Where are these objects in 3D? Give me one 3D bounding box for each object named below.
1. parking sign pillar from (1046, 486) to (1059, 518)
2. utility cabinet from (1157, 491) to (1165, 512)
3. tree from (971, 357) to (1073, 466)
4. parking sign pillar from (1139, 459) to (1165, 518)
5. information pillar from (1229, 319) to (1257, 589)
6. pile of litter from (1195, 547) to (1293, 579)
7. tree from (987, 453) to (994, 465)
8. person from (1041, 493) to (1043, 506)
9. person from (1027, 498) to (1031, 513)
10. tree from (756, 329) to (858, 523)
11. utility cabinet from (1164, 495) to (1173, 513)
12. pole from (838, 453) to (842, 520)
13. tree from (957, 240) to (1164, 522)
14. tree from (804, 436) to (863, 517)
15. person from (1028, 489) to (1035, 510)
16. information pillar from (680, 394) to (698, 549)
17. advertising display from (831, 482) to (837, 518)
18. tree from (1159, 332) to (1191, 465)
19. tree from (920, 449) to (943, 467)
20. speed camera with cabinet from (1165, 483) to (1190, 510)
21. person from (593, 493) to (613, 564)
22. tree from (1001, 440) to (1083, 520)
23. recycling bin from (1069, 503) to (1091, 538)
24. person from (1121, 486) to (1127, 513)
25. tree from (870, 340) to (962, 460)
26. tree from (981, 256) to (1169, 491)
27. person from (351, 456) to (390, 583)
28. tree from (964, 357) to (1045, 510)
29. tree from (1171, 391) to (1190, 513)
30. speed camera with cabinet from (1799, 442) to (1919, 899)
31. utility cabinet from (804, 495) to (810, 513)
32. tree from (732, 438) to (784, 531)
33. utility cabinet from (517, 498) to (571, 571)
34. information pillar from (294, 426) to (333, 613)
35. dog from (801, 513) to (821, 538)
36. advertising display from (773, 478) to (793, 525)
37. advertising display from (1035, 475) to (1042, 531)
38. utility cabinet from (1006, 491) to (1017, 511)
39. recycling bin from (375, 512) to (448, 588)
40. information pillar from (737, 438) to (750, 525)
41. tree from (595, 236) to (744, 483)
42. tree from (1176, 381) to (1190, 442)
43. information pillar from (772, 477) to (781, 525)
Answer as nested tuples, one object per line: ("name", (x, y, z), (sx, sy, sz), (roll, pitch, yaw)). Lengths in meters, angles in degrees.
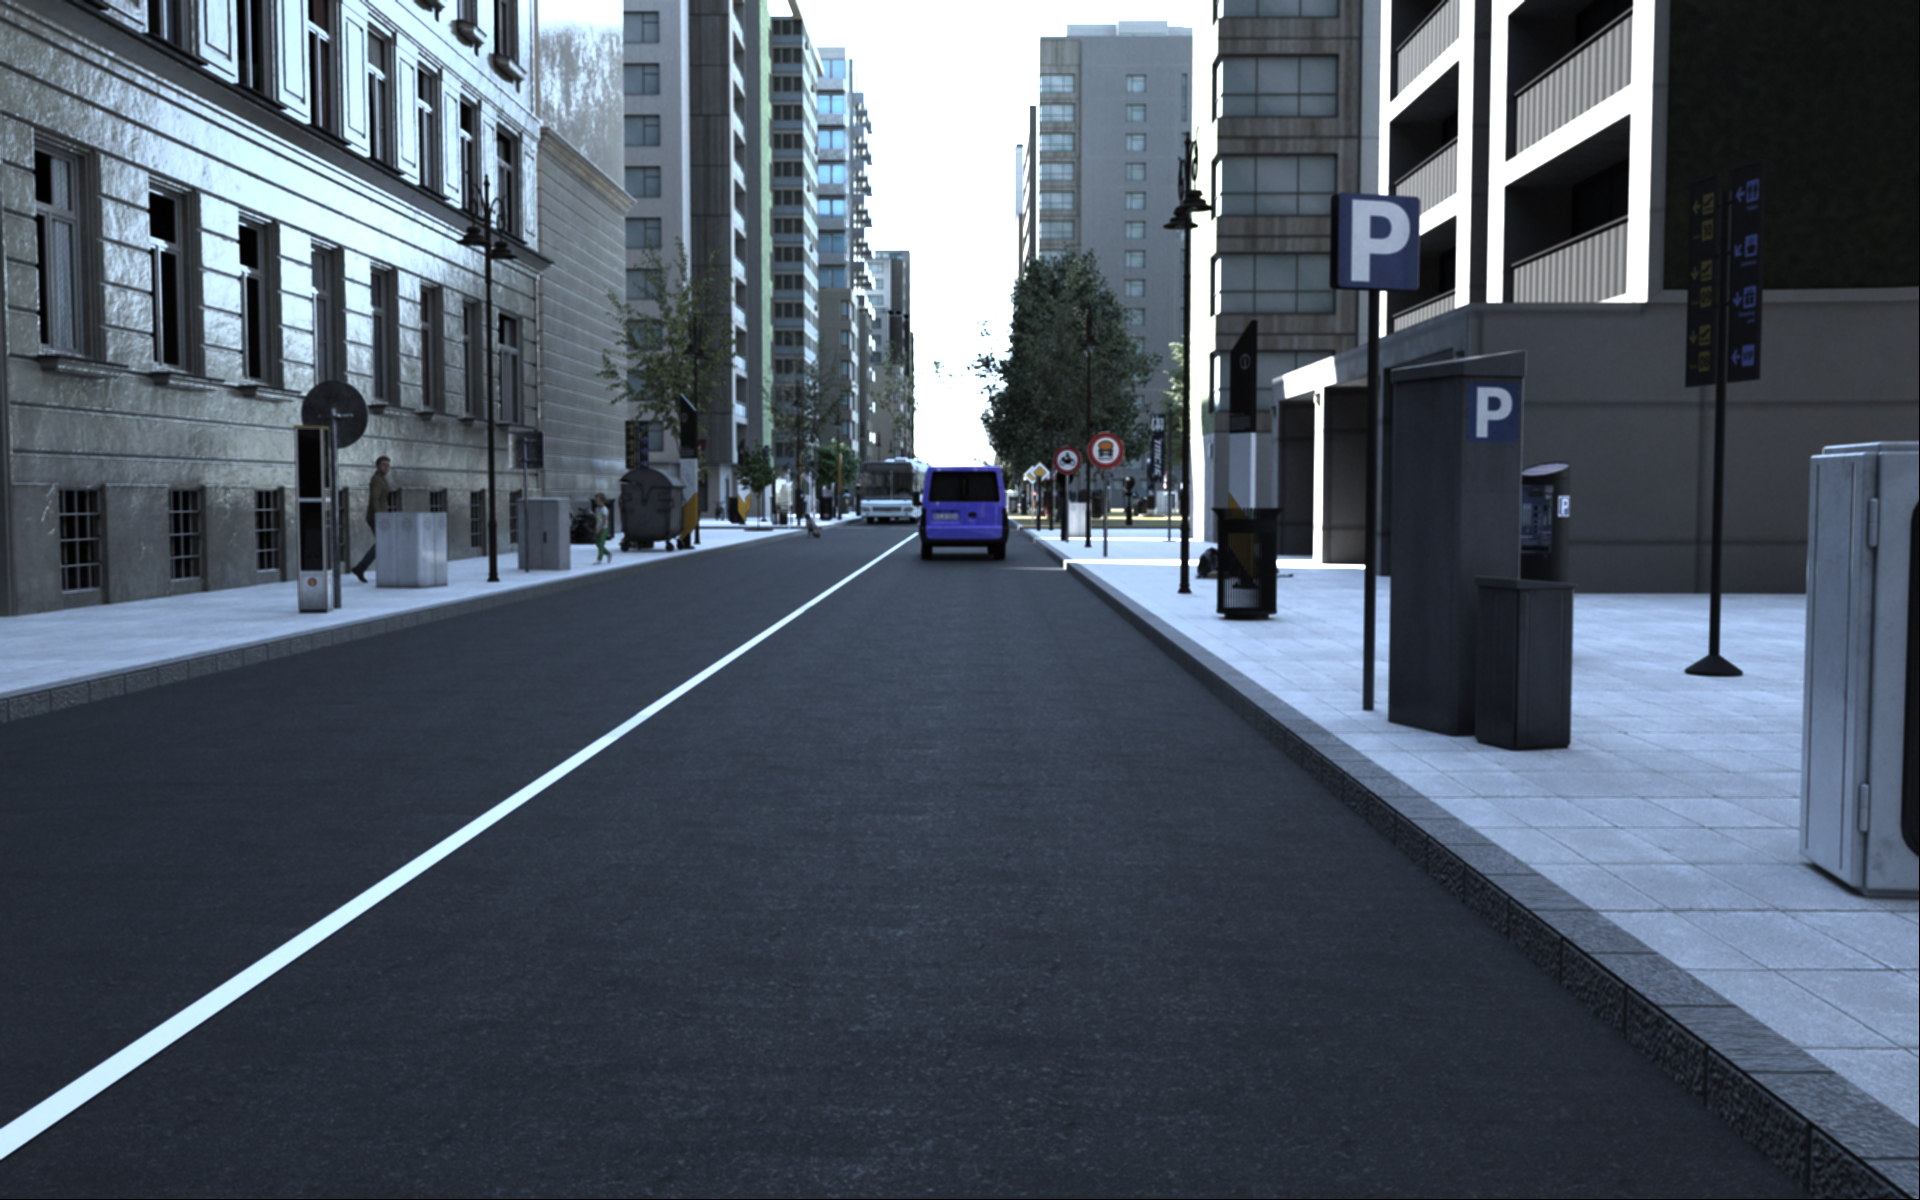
("parking sign pillar", (5.445, -6.497, 94.691), (1.447, 3.967, 1.447), (2, 4, 28))
("utility cabinet", (13.854, -6.925, 121.908), (1.173, 1.500, 0.318), (3, 5, 42))
("tree", (4.694, -10.549, 106.881), (8.767, 10.594, 7.601), (2, 4, 23))
("parking sign pillar", (10.527, -6.512, 94.944), (1.447, 3.967, 1.447), (1, 4, 11))
("information pillar", (3.843, -1.967, 23.507), (0.183, 3.616, 0.504), (-2, 4, -29))
("pile of litter", (4.375, -0.777, 26.666), (1.719, 0.858, 1.176), (-1, 4, -11))
("tree", (5.949, -20.965, 293.139), (4.737, 8.622, 4.395), (0, 3, 0))
("person", (6.236, -7.904, 135.621), (0.601, 1.785, 0.444), (2, 4, 30))
("person", (4.395, -6.322, 113.657), (0.590, 1.304, 0.306), (-1, 4, -10))
("tree", (-6.701, -7.710, 76.428), (4.360, 8.622, 3.978), (0, 3, 0))
("utility cabinet", (14.149, -6.524, 117.834), (0.306, 1.237, 1.020), (-1, 4, -12))
("pole", (-5.967, -5.629, 85.875), (0.158, 3.312, 0.155), (0, 3, 0))
("tree", (4.705, -9.902, 78.898), (9.611, 12.733, 9.660), (0, 3, 0))
("tree", (-7.192, -7.021, 98.512), (4.285, 4.588, 4.351), (0, 3, 0))
("person", (5.905, -8.210, 140.759), (0.515, 1.767, 0.782), (-1, 4, -22))
("information pillar", (-6.326, -2.998, 40.366), (0.504, 3.616, 0.183), (2, 4, 35))
("advertising display", (-6.710, -5.321, 92.209), (0.123, 1.923, 0.974), (-1, 4, -17))
("tree", (15.710, -11.617, 108.066), (7.486, 12.596, 7.792), (0, 3, 0))
("tree", (-5.049, -20.336, 282.860), (4.360, 8.622, 3.978), (0, 3, 0))
("speed camera with cabinet", (17.165, -8.715, 136.825), (2.038, 3.252, 0.660), (0, 4, -2))
("person", (-6.540, -1.311, 31.718), (0.306, 1.304, 0.590), (2, 4, 25))
("tree", (4.422, -6.370, 87.858), (4.285, 4.588, 4.351), (0, 3, 0))
("recycling bin", (3.461, -2.363, 51.191), (0.722, 1.027, 0.722), (0, 4, -7))
("person", (11.294, -6.942, 119.348), (0.447, 1.846, 0.655), (0, 4, -3))
("tree", (-6.423, -21.926, 214.373), (12.611, 20.169, 13.585), (0, 3, 0))
("tree", (3.450, -6.318, 53.661), (4.360, 8.622, 3.978), (0, 3, 0))
("person", (-8.502, -1.182, 25.274), (0.656, 1.842, 0.836), (3, 4, 37))
("tree", (5.014, -13.767, 135.460), (12.009, 13.543, 11.850), (0, 3, 0))
("tree", (14.050, -10.051, 114.701), (4.360, 8.622, 3.978), (0, 3, 0))
("speed camera with cabinet", (3.879, -0.683, 5.505), (2.038, 3.252, 0.660), (1, 4, 9))
("utility cabinet", (-10.248, -6.383, 115.516), (0.306, 1.237, 1.020), (-2, 4, -27))
("tree", (-7.166, -4.023, 60.384), (1.663, 3.219, 1.824), (0, 3, 0))
("utility cabinet", (-7.069, -1.115, 29.394), (1.020, 1.237, 0.306), (2, 4, 35))
("information pillar", (-6.989, -0.871, 18.739), (0.304, 2.012, 0.304), (0, 4, -8))
("dog", (-4.784, -2.455, 56.979), (0.513, 0.831, 0.800), (-3, 5, -45))
("advertising display", (-7.315, -4.069, 71.749), (0.974, 1.923, 0.123), (-3, 5, -45))
("advertising display", (2.741, -3.380, 60.481), (0.123, 1.923, 0.974), (0, 4, -3))
("utility cabinet", (3.851, -7.592, 132.807), (1.173, 1.500, 0.318), (-2, 4, -34))
("recycling bin", (-7.593, -0.699, 23.980), (0.722, 1.027, 0.722), (1, 4, 14))
("information pillar", (-9.135, -4.962, 72.489), (0.183, 3.616, 0.504), (-3, 5, -39))
("tree", (-7.871, -6.016, 48.732), (4.737, 8.622, 4.395), (0, 3, 0))
("tree", (13.382, -8.460, 88.680), (4.737, 8.622, 4.395), (0, 3, 0))
("information pillar", (-7.720, -4.182, 72.860), (0.304, 2.012, 0.304), (2, 4, 23))
